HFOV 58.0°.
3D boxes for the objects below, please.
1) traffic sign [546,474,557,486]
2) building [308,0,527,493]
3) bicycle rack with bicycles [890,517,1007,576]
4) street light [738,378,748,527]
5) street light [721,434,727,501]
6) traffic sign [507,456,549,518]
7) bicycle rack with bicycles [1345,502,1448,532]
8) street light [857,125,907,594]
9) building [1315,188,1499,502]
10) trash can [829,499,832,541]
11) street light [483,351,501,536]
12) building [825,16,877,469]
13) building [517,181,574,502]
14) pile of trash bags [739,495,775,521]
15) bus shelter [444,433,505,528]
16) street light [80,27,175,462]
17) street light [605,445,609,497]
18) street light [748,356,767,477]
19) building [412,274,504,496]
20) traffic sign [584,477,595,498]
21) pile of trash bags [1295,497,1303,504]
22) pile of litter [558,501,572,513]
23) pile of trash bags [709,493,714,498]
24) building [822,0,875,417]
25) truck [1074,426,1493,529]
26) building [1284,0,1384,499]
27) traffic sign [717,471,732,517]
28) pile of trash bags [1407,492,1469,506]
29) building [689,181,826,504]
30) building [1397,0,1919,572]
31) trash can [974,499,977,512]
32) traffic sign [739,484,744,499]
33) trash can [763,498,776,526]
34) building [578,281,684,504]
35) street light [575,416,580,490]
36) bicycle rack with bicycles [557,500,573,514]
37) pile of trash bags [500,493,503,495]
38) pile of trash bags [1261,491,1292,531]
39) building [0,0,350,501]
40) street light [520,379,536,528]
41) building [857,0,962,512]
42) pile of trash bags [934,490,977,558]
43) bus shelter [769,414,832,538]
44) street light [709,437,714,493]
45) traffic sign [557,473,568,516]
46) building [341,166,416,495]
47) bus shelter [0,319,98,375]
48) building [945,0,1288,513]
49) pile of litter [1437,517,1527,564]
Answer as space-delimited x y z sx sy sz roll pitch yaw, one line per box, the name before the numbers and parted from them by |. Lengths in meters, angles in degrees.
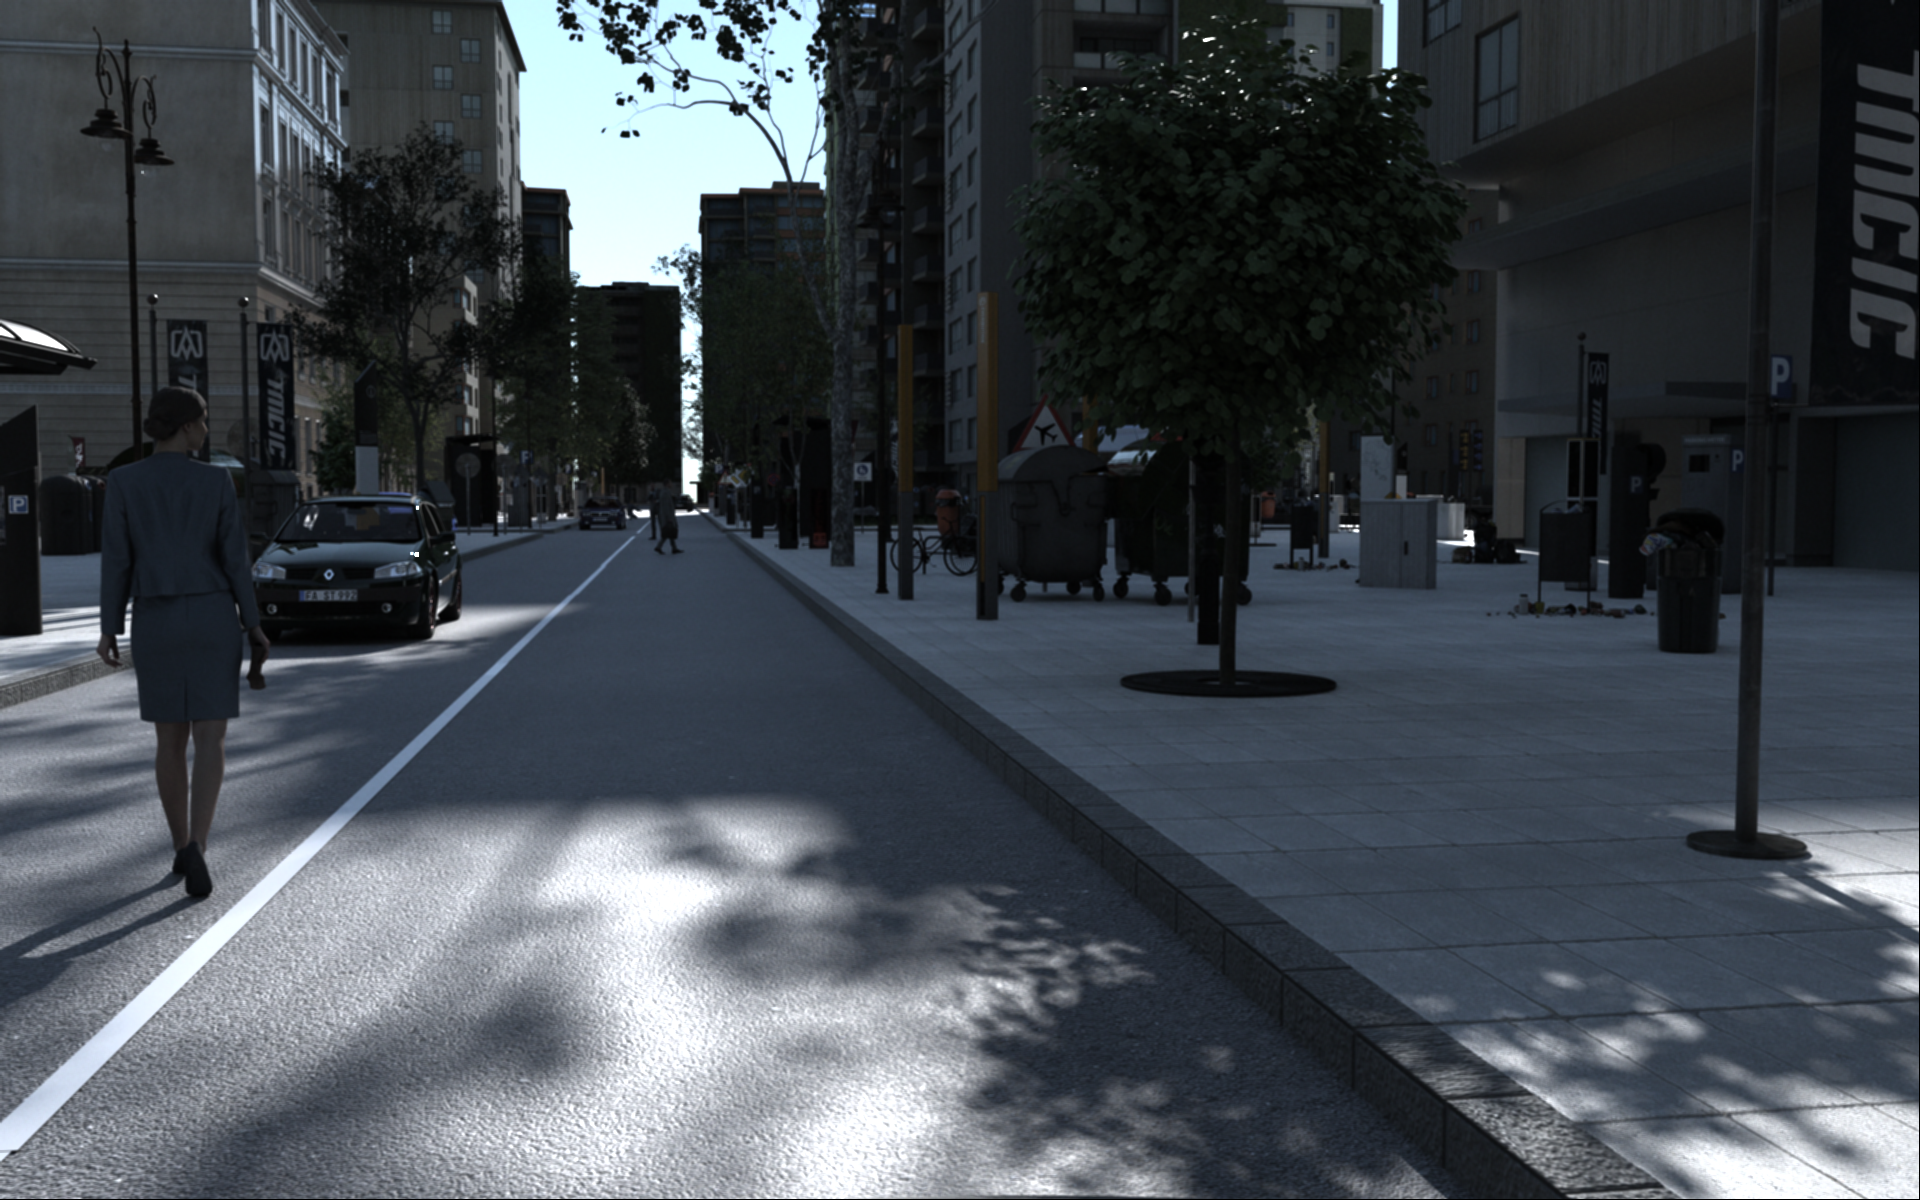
traffic sign | -21.202 -5.361 89.783 0.606 2.300 0.079 0 4 -5
building | -60.988 -36.381 184.065 27.495 52.752 28.713 -1 4 -9
bicycle rack with bicycles | 0.707 -0.878 27.738 2.925 0.926 2.852 3 4 36
street light | -8.451 -5.823 67.994 0.468 5.910 1.993 -1 4 -9
street light | -14.145 -8.002 103.617 0.468 5.910 1.993 -1 4 -9
traffic sign | -23.027 -6.023 92.346 2.265 3.308 0.079 0 4 -3
bicycle rack with bicycles | 14.270 -2.668 57.006 2.852 0.926 2.925 0 4 -8
street light | -1.008 -3.025 22.243 0.468 5.910 1.993 -1 4 -9
building | 38.669 -15.372 96.378 28.899 21.520 27.650 -1 4 -9
trash can | -3.716 -2.197 47.582 0.748 1.137 0.748 0 3 0
street light | -14.143 -4.881 52.591 0.468 5.910 1.993 -1 4 -9
building | -4.258 -28.727 153.275 14.154 41.232 14.086 -1 4 -9
building | -67.971 -35.653 237.548 28.867 44.769 22.147 -1 4 -9
pile of trash bags | -9.767 -4.542 84.014 1.912 1.369 3.447 -1 4 -8
bus shelter | -19.366 -4.775 69.351 1.731 3.624 6.357 -1 4 -9
street light | -8.471 -2.752 17.779 0.468 5.910 1.993 -1 4 -9
street light | -27.403 -9.867 134.117 0.468 5.910 1.993 -1 4 -9
street light | -6.617 -5.155 57.064 0.468 5.910 1.993 -1 4 -9
building | -54.908 -18.567 148.616 27.650 21.520 28.899 -1 4 -9
traffic sign | -27.301 -7.802 127.669 0.768 2.556 0.104 0 4 -2
pile of trash bags | 13.982 -4.160 77.765 1.912 1.369 3.447 -3 4 -38
pile of litter | -26.658 -6.280 116.638 1.176 0.858 1.719 -3 4 -37
pile of trash bags | -18.818 -7.703 135.701 1.912 1.369 3.447 1 4 15
building | -6.242 -53.623 189.401 22.319 86.520 31.000 -1 4 -9
truck | 12.816 -4.635 65.549 18.799 4.110 2.967 -1 4 -11
building | 32.193 -40.360 201.884 28.212 58.520 21.231 -1 4 -9
traffic sign | -12.899 -5.821 95.182 0.884 2.594 0.081 0 4 -6
pile of trash bags | 22.753 -4.448 82.471 3.447 1.369 1.912 2 4 30
building | -23.906 -36.123 245.232 28.867 44.769 22.147 -1 4 -9
building | 25.730 -26.949 29.858 28.713 52.752 27.495 -1 4 -9
trash can | 0.795 -2.653 55.026 0.748 1.137 0.748 0 3 0
traffic sign | -13.288 -6.356 106.054 0.606 2.300 0.079 0 4 -2
trash can | -7.672 -3.524 69.278 0.748 1.137 0.748 0 3 0
building | -45.366 -28.565 238.742 14.107 30.474 14.160 -1 4 -9
street light | -21.855 -7.737 99.285 0.468 5.910 1.993 -1 4 -9
bicycle rack with bicycles | -26.819 -6.148 113.901 2.852 0.926 2.925 -3 4 -38
pile of trash bags | -33.060 -7.204 127.538 1.912 1.369 3.447 -3 5 -40
pile of trash bags | 9.315 -2.998 58.768 3.447 1.369 1.912 -2 4 -30
building | -37.068 -18.037 80.815 13.634 28.700 20.117 -1 4 -9
street light | -16.048 -5.609 64.496 0.468 5.910 1.993 -1 4 -9
building | 4.548 -28.383 118.693 22.147 44.769 28.867 -1 4 -9
pile of trash bags | 0.602 -1.619 36.227 1.912 1.369 3.447 2 4 35
bus shelter | -4.885 -3.815 53.656 1.731 3.624 6.357 -1 4 -9
street light | -19.857 -10.131 138.421 0.468 5.910 1.993 -1 4 -9
traffic sign | -23.657 -6.288 102.920 0.768 2.556 0.104 0 4 -3
building | -41.916 -17.672 108.018 14.460 24.649 34.723 -1 4 -9
bus shelter | -10.777 -1.456 17.727 2.014 3.302 5.546 -1 4 -9
building | 7.081 -24.554 85.058 14.086 41.232 14.154 -1 4 -9
pile of litter | 9.678 -1.120 32.270 1.719 0.858 1.176 1 4 18
